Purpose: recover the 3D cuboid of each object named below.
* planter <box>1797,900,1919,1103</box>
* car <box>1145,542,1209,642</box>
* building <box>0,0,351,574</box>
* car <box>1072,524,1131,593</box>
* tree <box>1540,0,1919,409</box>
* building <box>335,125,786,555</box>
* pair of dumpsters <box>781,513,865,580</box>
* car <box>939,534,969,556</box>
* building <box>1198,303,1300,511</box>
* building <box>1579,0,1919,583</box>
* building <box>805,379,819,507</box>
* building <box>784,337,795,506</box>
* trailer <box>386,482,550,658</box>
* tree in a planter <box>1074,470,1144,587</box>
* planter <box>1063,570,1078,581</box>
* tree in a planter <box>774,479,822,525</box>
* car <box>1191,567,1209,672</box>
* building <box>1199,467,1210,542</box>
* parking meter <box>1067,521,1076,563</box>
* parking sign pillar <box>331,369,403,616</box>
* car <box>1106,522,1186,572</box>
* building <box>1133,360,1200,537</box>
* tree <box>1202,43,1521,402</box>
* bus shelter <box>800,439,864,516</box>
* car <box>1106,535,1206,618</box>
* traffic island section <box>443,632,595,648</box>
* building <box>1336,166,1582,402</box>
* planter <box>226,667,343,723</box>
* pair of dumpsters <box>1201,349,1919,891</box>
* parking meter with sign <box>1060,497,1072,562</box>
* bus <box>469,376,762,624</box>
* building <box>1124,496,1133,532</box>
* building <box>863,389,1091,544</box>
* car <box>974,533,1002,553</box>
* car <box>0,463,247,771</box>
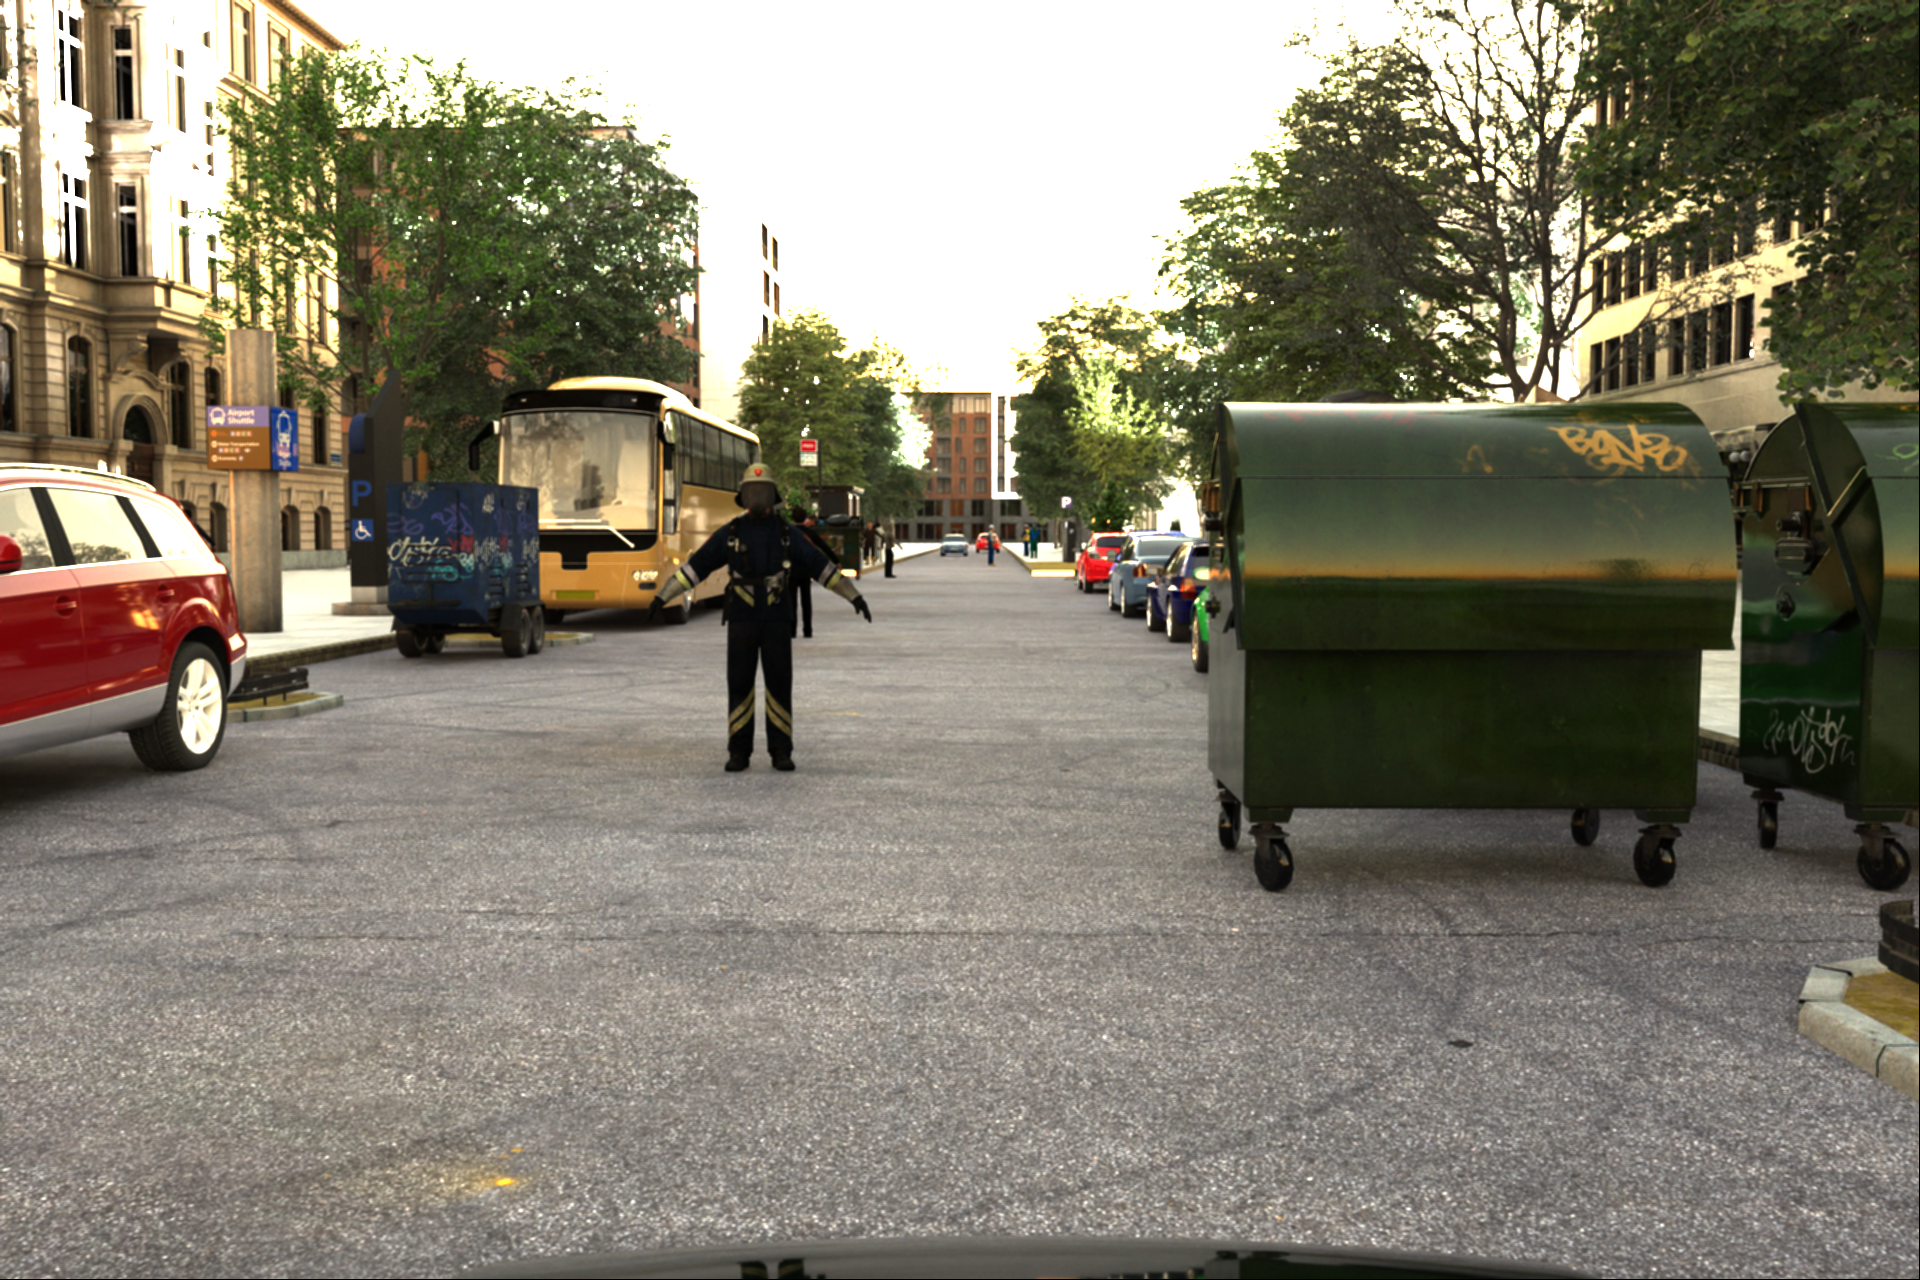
[{"bbox_3d":[3.408,1.012,4.598,1.991,0.319,1.994,0,3,0],"label":"planter"},{"bbox_3d":[3.623,-0.715,24.273,1.945,1.354,3.894,0,3,0],"label":"car"},{"bbox_3d":[-28.699,-14.021,48.329,14.460,24.649,34.723,0,4,1],"label":"building"},{"bbox_3d":[3.912,-2.104,43.445,2.155,1.783,4.494,0,4,1],"label":"car"},{"bbox_3d":[9.314,-6.584,14.297,9.857,13.997,8.962,0,3,0],"label":"tree"},{"bbox_3d":[-26.370,-15.871,103.472,27.936,21.610,32.646,0,4,2],"label":"building"},{"bbox_3d":[-5.212,-3.011,54.183,4.436,2.255,1.574,0,4,1],"label":"pair of dumpsters"},{"bbox_3d":[-0.359,-6.228,113.831,2.014,1.417,4.499,0,4,1],"label":"car"},{"bbox_3d":[24.969,-17.502,142.576,16.016,20.090,11.380,0,4,1],"label":"building"},{"bbox_3d":[29.749,-14.458,38.553,24.374,26.755,37.873,0,4,1],"label":"building"},{"bbox_3d":[-24.550,-20.071,194.623,16.747,18.905,31.486,0,4,1],"label":"building"},{"bbox_3d":[-22.451,-18.613,135.244,19.493,23.208,18.063,0,4,2],"label":"building"},{"bbox_3d":[-5.771,-0.773,19.688,1.471,1.999,3.904,0,4,1],"label":"trailer"},{"bbox_3d":[4.181,-3.115,48.149,1.991,3.239,1.994,0,4,1],"label":"tree in a planter"},{"bbox_3d":[4.243,-2.026,54.264,1.991,0.319,1.994,0,4,1],"label":"planter"},{"bbox_3d":[-5.350,-3.620,56.409,1.991,3.239,1.994,0,4,1],"label":"tree in a planter"},{"bbox_3d":[3.290,-0.477,16.597,1.959,1.807,4.718,0,4,1],"label":"car"},{"bbox_3d":[21.794,-10.459,113.147,9.099,9.664,28.070,0,4,1],"label":"building"},{"bbox_3d":[4.995,-4.382,77.360,0.399,1.863,0.255,0,4,1],"label":"parking meter"},{"bbox_3d":[-9.328,-2.399,27.690,1.447,3.967,1.447,0,4,2],"label":"parking sign pillar"},{"bbox_3d":[3.976,-1.577,35.376,1.945,1.707,3.694,0,4,1],"label":"car"},{"bbox_3d":[28.071,-19.464,184.695,16.747,18.905,31.486,0,4,1],"label":"building"},{"bbox_3d":[9.229,-7.524,41.142,7.486,12.596,7.792,0,3,0],"label":"tree"},{"bbox_3d":[-5.617,-6.012,75.929,2.179,5.291,8.768,0,4,1],"label":"bus shelter"},{"bbox_3d":[3.659,-1.160,30.963,2.014,1.417,4.499,0,4,0],"label":"car"},{"bbox_3d":[-5.909,0.002,22.835,1.991,0.108,1.994,0,4,2],"label":"traffic island section"},{"bbox_3d":[25.808,-14.631,95.631,16.016,20.090,11.380,0,4,1],"label":"building"},{"bbox_3d":[-6.154,0.437,13.990,1.991,0.319,1.994,0,4,2],"label":"planter"},{"bbox_3d":[3.264,-0.150,7.403,4.436,2.255,1.574,0,4,1],"label":"pair of dumpsters"},{"bbox_3d":[4.925,-5.108,79.778,0.543,3.016,1.738,0,4,1],"label":"parking meter with sign"},{"bbox_3d":[-5.499,-2.398,30.749,2.896,3.916,12.252,0,4,1],"label":"bus"},{"bbox_3d":[24.942,-17.377,226.264,9.099,9.664,28.070,0,4,1],"label":"building"},{"bbox_3d":[2.273,-25.085,256.568,32.646,21.610,27.936,0,4,0],"label":"building"},{"bbox_3d":[2.125,-7.554,132.547,2.155,1.783,4.494,0,3,0],"label":"car"},{"bbox_3d":[-5.656,-0.023,9.054,2.281,1.827,5.304,0,4,1],"label":"car"}]
